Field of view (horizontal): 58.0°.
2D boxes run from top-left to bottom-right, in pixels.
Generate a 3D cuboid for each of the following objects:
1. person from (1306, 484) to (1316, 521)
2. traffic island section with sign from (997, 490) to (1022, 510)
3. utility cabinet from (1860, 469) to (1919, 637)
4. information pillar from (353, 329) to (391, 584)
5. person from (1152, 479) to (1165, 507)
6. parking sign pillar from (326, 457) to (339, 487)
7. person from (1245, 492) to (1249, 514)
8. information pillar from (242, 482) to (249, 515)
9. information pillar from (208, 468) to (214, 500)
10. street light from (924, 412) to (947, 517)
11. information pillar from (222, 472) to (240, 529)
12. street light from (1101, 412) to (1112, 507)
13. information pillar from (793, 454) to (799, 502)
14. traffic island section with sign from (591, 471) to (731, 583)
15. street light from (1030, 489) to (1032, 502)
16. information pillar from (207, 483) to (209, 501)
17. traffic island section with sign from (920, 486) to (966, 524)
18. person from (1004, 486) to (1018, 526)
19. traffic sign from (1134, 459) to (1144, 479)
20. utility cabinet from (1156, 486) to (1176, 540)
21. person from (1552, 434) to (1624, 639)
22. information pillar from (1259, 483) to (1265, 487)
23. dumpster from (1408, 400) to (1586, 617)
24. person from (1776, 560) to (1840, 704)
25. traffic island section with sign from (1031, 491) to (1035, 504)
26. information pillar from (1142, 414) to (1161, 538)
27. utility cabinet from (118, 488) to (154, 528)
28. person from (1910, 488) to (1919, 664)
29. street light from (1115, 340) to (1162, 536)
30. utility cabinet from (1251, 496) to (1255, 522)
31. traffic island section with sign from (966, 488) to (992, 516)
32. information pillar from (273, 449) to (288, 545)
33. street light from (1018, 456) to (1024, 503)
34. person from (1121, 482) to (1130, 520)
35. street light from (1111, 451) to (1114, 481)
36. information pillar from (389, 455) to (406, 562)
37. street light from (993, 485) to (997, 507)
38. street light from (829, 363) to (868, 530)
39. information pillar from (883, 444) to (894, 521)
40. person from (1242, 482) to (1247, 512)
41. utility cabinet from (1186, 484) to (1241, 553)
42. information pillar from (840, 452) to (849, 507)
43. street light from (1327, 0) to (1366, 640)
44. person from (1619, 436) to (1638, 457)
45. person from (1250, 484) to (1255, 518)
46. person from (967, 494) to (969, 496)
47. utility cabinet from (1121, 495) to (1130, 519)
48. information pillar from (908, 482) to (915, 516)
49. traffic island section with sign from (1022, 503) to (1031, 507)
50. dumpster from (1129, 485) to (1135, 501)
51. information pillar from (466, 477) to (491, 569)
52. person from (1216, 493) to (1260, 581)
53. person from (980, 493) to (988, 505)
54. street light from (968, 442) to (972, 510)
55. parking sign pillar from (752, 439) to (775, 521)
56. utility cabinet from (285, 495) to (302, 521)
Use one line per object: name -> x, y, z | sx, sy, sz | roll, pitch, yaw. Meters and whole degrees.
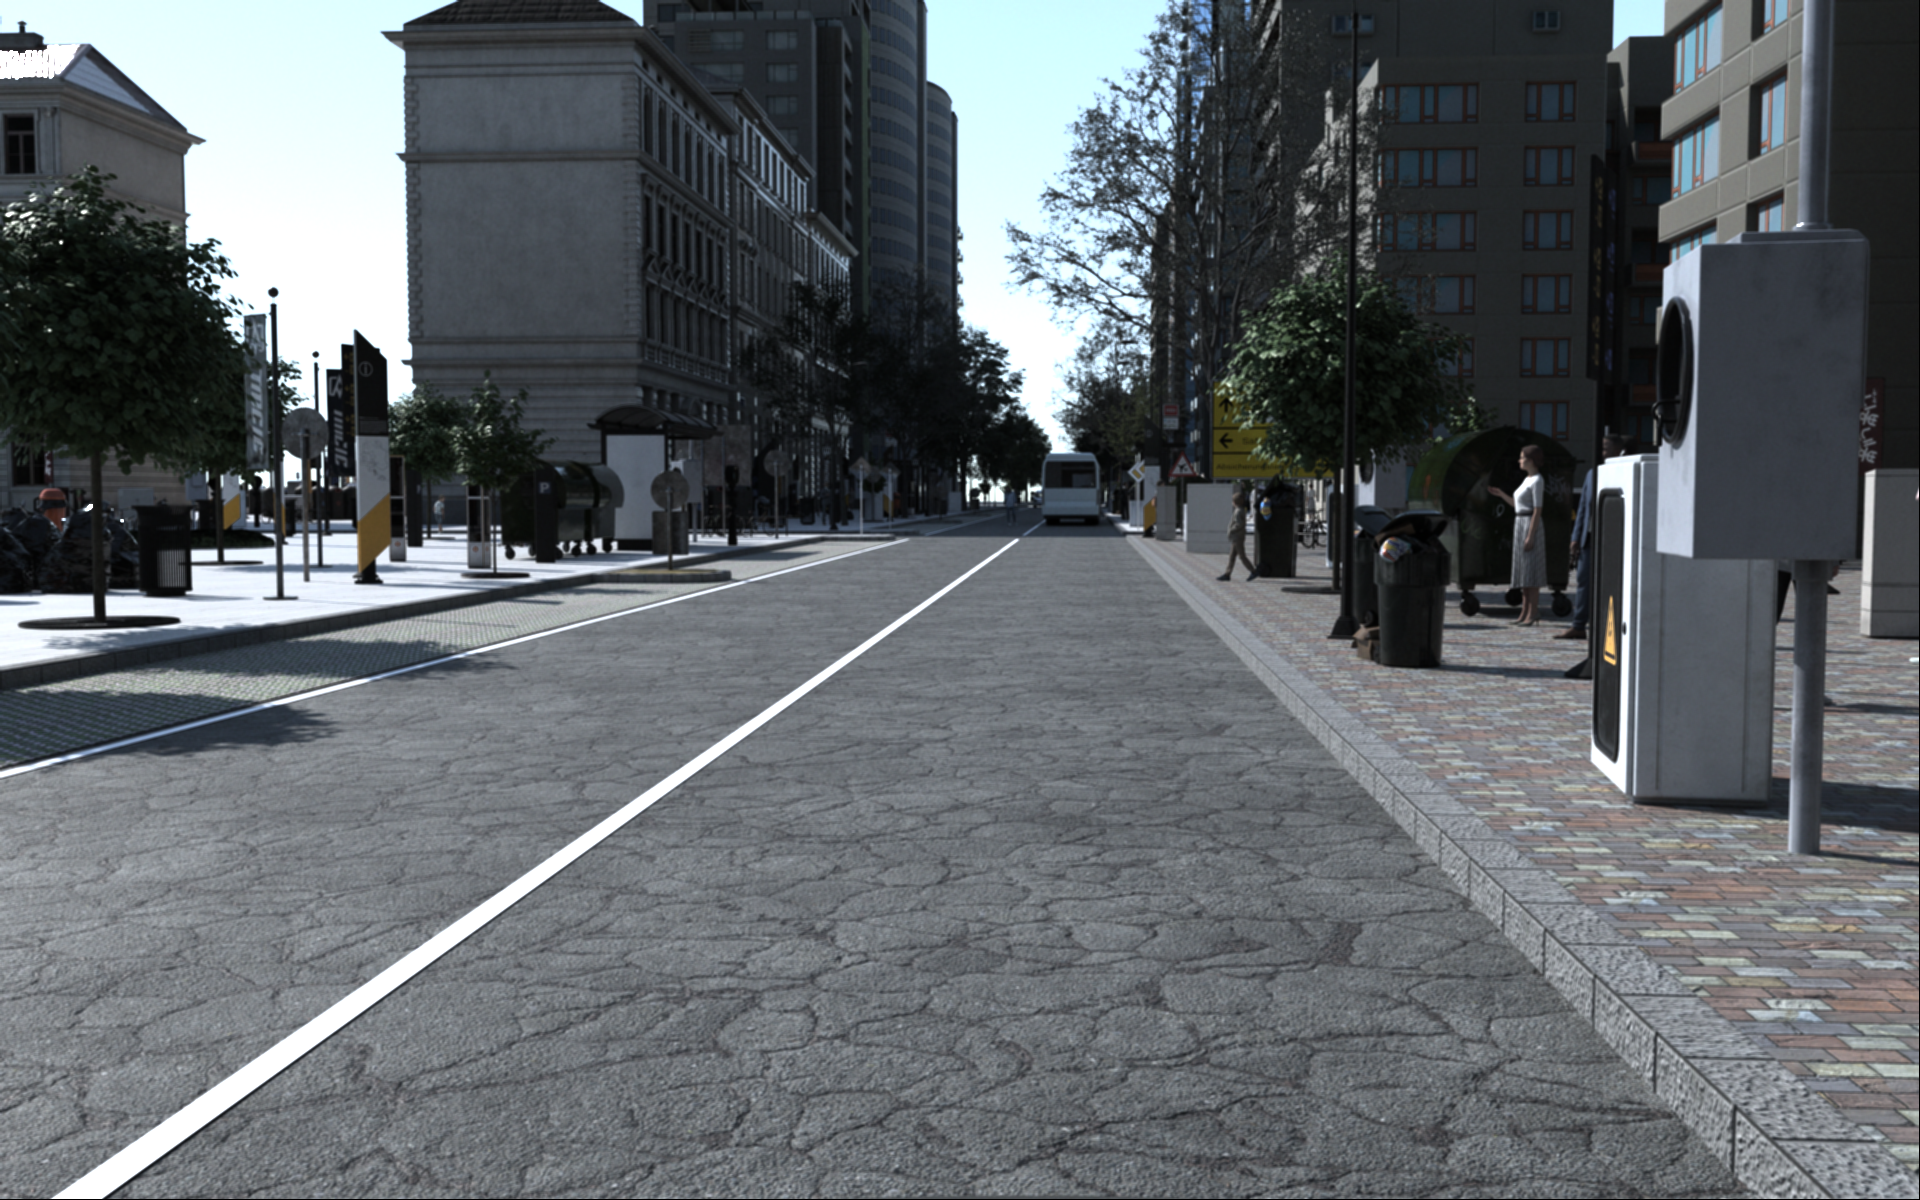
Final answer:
person -> 15.730, -4.348, 77.700 | 0.480, 1.755, 0.524 | -1, 4, -19
traffic island section with sign -> 4.442, -9.238, 159.662 | 1.989, 1.847, 2.006 | 0, 4, 4
utility cabinet -> 8.676, -0.408, 15.349 | 1.173, 1.500, 0.318 | 1, 4, 12
information pillar -> -8.422, -2.045, 24.791 | 0.183, 3.616, 0.504 | 3, 5, 44
person -> 5.723, -2.592, 49.422 | 0.522, 1.701, 0.512 | -1, 4, -17
parking sign pillar -> -32.407, -6.171, 89.361 | 1.447, 3.967, 1.447 | -2, 4, -34
person -> 18.269, -6.426, 111.294 | 0.473, 1.802, 0.592 | -2, 4, -34
information pillar -> -43.680, -6.200, 105.861 | 0.304, 2.012, 0.304 | 3, 5, 40
information pillar -> -41.173, -6.365, 95.415 | 0.504, 3.616, 0.183 | -2, 4, -29
street light -> -1.334, -7.711, 98.610 | 1.470, 5.913, 1.316 | 0, 4, 4
information pillar -> -22.060, -3.731, 52.362 | 0.504, 3.616, 0.183 | -1, 4, -18
street light -> 8.755, -7.656, 97.712 | 1.470, 5.913, 1.316 | 0, 4, 4
information pillar -> -9.656, -6.782, 102.240 | 0.183, 3.616, 0.504 | -3, 5, -41
traffic island section with sign -> -4.846, -1.217, 28.531 | 1.989, 1.847, 2.006 | 0, 4, 4
street light -> 9.917, -17.440, 257.677 | 1.470, 5.913, 1.316 | 0, 4, 4
information pillar -> -47.847, -6.446, 109.891 | 0.304, 2.012, 0.304 | 0, 4, 5
traffic island section with sign -> -0.901, -4.629, 84.319 | 1.989, 1.847, 2.006 | 0, 4, 4
person -> 2.318, -4.294, 78.978 | 0.793, 1.790, 0.793 | -2, 4, -32
traffic sign -> 5.715, -3.095, 52.797 | 0.795, 2.593, 0.064 | 0, 4, 4
utility cabinet -> 5.692, -2.399, 47.906 | 0.318, 1.500, 1.173 | 1, 4, 20
person -> 5.618, -0.545, 15.141 | 0.419, 1.800, 0.721 | -3, 5, -40
information pillar -> 19.876, -7.515, 114.224 | 0.504, 3.616, 0.183 | 3, 5, 43
dumpster -> 5.820, -1.002, 18.882 | 1.502, 2.255, 1.985 | 0, 4, 4
person -> 4.959, -0.263, 10.529 | 0.728, 1.800, 0.709 | -2, 4, -31
traffic island section with sign -> 10.278, -14.287, 242.217 | 1.989, 1.847, 2.006 | 0, 4, 4
information pillar -> 5.642, -3.647, 50.977 | 0.504, 3.616, 0.183 | 1, 4, 23
utility cabinet -> -30.267, -3.362, 63.641 | 1.173, 1.500, 0.318 | 0, 4, -2
person -> 7.501, -0.385, 12.923 | 0.593, 1.750, 0.643 | -3, 5, -41
street light -> 5.512, -4.881, 52.342 | 1.470, 5.913, 1.316 | 0, 4, 4
utility cabinet -> 13.863, -4.149, 78.992 | 1.020, 1.237, 0.306 | -1, 4, -22
traffic island section with sign -> 1.012, -6.274, 111.206 | 1.989, 1.847, 2.006 | 0, 4, 4
information pillar -> -17.250, -3.212, 43.867 | 0.183, 3.616, 0.504 | 0, 4, 1
street light -> 7.291, -15.174, 220.634 | 1.470, 5.913, 1.316 | 0, 4, 4
person -> 8.347, -4.987, 86.942 | 0.474, 1.900, 0.648 | -1, 4, -23
street light -> 6.154, -5.390, 60.668 | 1.470, 5.913, 1.316 | 0, 4, 4
information pillar -> -10.722, -1.742, 32.977 | 0.304, 2.012, 0.304 | -1, 4, -19
street light -> 4.079, -12.411, 175.467 | 1.470, 5.913, 1.316 | 0, 4, 4
street light -> -3.940, -5.430, 61.327 | 1.470, 5.913, 1.316 | 0, 4, 4
information pillar -> -3.361, -5.505, 81.366 | 0.504, 3.616, 0.183 | -1, 4, -20
person -> 11.863, -4.172, 74.480 | 1.509, 1.804, 0.699 | -3, 4, -39
utility cabinet -> 5.459, -1.749, 37.281 | 1.173, 1.500, 0.318 | 3, 5, 41
information pillar -> -6.478, -6.448, 96.782 | 0.504, 3.616, 0.183 | 0, 4, 8
street light -> 2.907, -2.615, 15.298 | 1.470, 5.913, 1.316 | 0, 4, 4
person -> 7.043, -0.801, 18.506 | 0.474, 1.900, 0.648 | 0, 4, -1
person -> 15.562, -5.231, 91.456 | 0.818, 1.842, 0.514 | -2, 4, -26
person -> 1.590, -14.682, 246.100 | 1.348, 1.823, 0.705 | 2, 4, 26
utility cabinet -> 8.688, -4.733, 88.552 | 1.020, 1.237, 0.306 | -3, 5, -42
information pillar -> -2.880, -5.974, 102.171 | 0.304, 2.012, 0.304 | 3, 5, 42
traffic island section with sign -> 6.380, -10.919, 187.156 | 1.989, 1.847, 2.006 | 0, 4, 4
dumpster -> 8.842, -4.779, 83.903 | 1.264, 1.857, 1.865 | 0, 4, 4
information pillar -> -8.296, -1.551, 29.854 | 0.304, 2.012, 0.304 | 1, 4, 11
person -> 4.093, -0.926, 25.460 | 0.640, 1.303, 0.475 | 0, 4, 4
person -> 2.901, -11.968, 202.445 | 1.217, 1.735, 0.721 | -1, 4, -21
street light -> 1.484, -10.146, 138.422 | 1.470, 5.913, 1.316 | 0, 4, 4
parking sign pillar -> -9.553, -5.860, 84.284 | 1.447, 3.967, 1.447 | 2, 4, 33
utility cabinet -> -31.190, -4.283, 81.195 | 1.020, 1.237, 0.306 | -1, 4, -20
